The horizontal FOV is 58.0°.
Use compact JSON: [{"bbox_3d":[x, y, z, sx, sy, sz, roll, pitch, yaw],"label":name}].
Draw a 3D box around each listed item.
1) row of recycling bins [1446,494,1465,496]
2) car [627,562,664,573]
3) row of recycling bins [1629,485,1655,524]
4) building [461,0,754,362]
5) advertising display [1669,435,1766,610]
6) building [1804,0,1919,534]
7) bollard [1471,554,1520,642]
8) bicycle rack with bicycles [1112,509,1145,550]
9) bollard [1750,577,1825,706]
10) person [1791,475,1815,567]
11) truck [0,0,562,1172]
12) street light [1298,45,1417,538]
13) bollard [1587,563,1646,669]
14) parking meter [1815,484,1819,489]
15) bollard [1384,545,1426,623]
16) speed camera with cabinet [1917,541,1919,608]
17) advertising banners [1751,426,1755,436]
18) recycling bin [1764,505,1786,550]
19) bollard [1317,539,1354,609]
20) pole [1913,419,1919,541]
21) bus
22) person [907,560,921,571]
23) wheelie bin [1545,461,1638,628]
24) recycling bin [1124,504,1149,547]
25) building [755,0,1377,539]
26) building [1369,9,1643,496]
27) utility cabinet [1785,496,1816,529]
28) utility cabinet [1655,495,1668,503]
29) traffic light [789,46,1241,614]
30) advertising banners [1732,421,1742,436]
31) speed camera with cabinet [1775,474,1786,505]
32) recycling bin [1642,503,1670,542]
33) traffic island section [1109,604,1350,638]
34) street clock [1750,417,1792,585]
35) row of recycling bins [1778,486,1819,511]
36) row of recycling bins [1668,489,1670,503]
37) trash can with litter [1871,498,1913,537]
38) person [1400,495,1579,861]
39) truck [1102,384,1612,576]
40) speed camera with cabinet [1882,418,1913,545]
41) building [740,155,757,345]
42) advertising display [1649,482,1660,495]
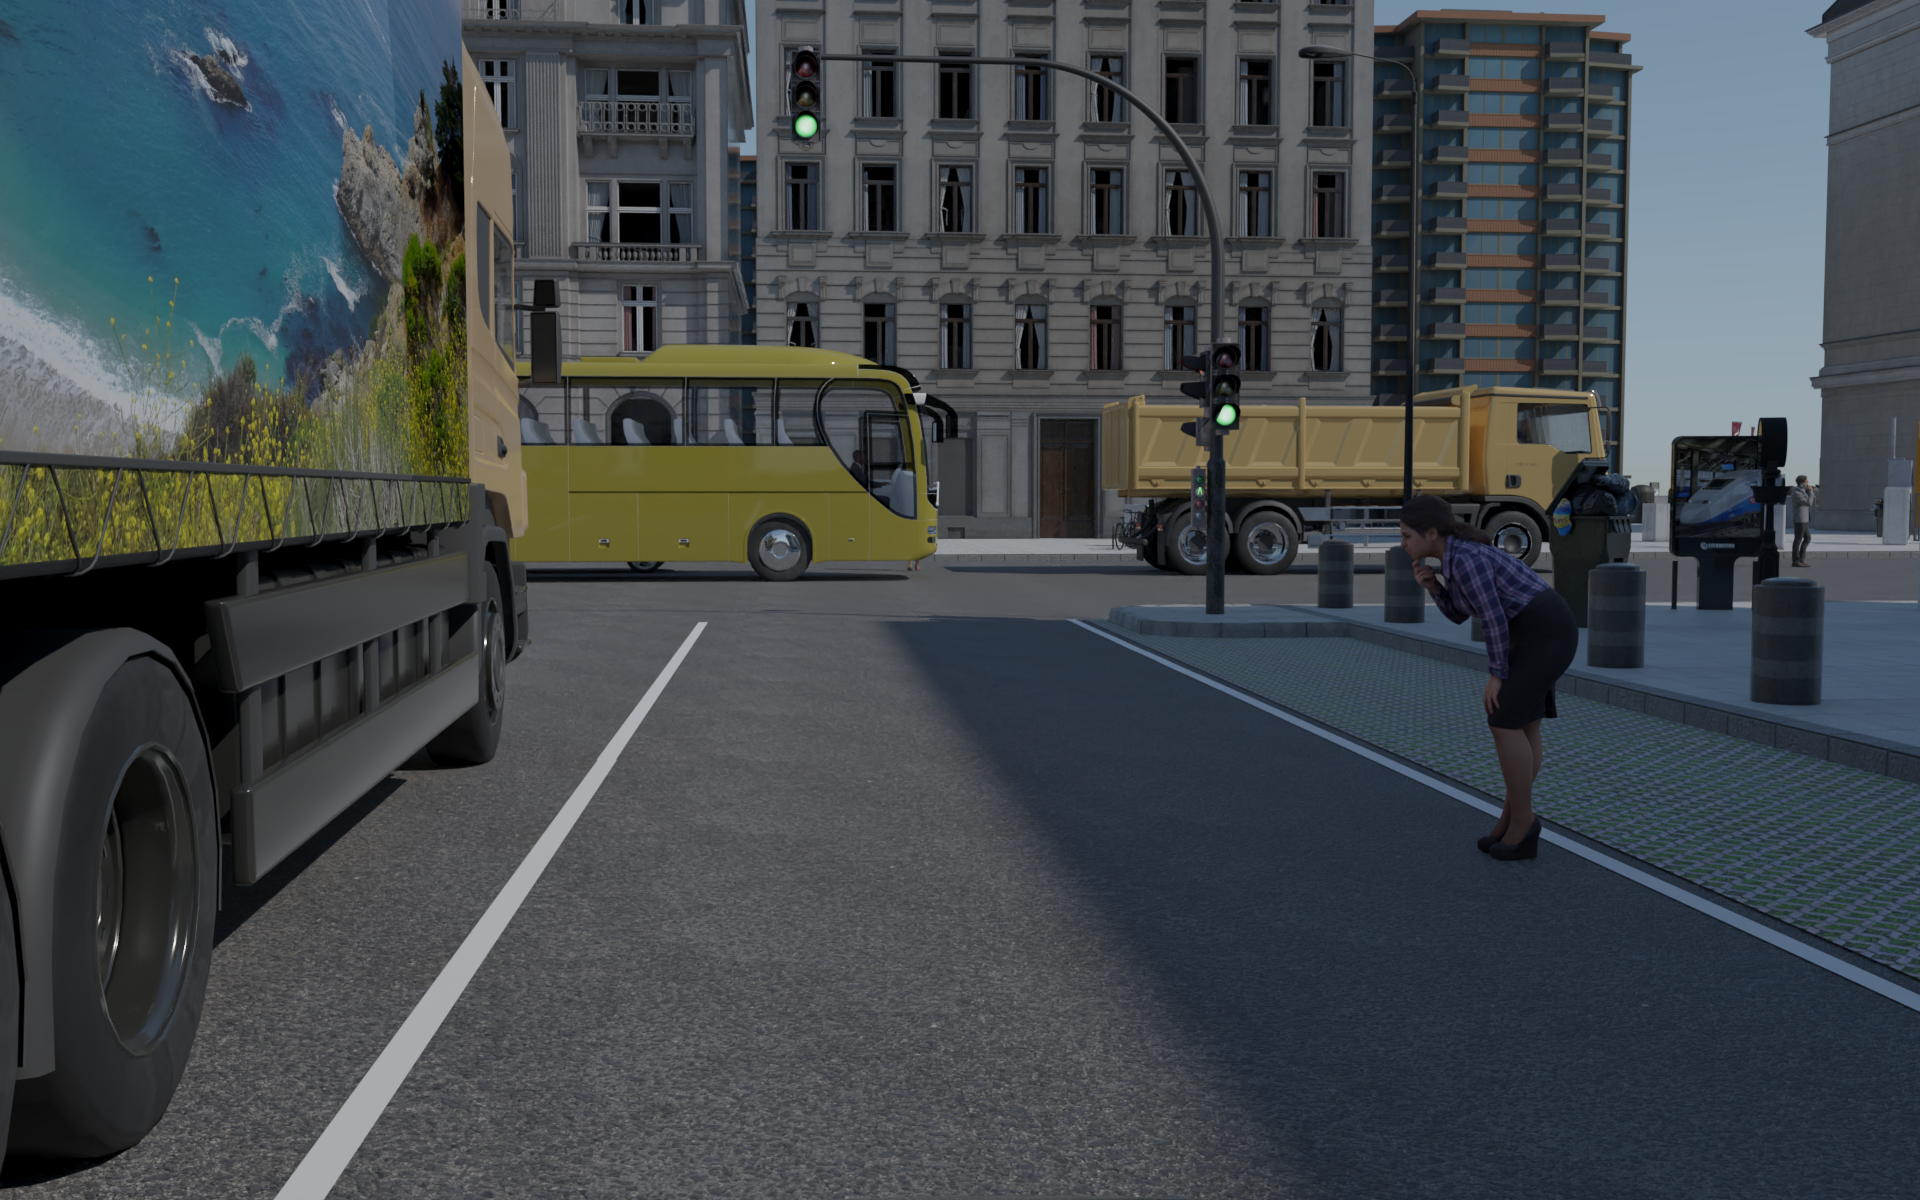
[{"bbox_3d":[19.311,-3.419,63.014,3.534,1.692,1.069,-1,4,-14],"label":"row of recycling bins"},{"bbox_3d":[-7.250,-1.403,31.984,4.494,1.783,2.155,0,4,-7],"label":"car"},{"bbox_3d":[30.024,-4.230,76.268,1.069,1.692,3.534,2,4,24],"label":"row of recycling bins"},{"bbox_3d":[-18.584,-12.949,53.514,24.055,21.916,13.314,0,4,-5],"label":"building"},{"bbox_3d":[8.371,-0.853,19.160,0.974,1.923,0.123,0,4,8],"label":"advertising display"},{"bbox_3d":[32.135,-12.584,56.653,40.483,20.767,10.553,0,4,-5],"label":"building"},{"bbox_3d":[4.676,-0.025,15.130,0.404,0.777,0.398,0,3,0],"label":"bollard"},{"bbox_3d":[4.596,-1.643,40.243,2.925,0.926,2.852,-3,5,-44],"label":"bicycle rack with bicycles"},{"bbox_3d":[5.100,0.247,10.679,0.404,0.777,0.398,0,3,0],"label":"bollard"},{"bbox_3d":[16.519,-1.546,33.963,0.473,1.802,0.592,3,4,38],"label":"person"},{"bbox_3d":[-3.205,-1.025,5.675,2.839,4.237,11.283,0,4,-7],"label":"truck"},{"bbox_3d":[4.192,-2.789,18.144,1.470,5.913,1.316,0,4,-5],"label":"street light"},{"bbox_3d":[4.888,0.111,12.898,0.404,0.777,0.398,0,3,0],"label":"bollard"},{"bbox_3d":[50.951,-5.935,102.749,0.399,1.863,0.255,3,4,38],"label":"parking meter"},{"bbox_3d":[4.458,-0.161,17.356,0.404,0.777,0.398,0,3,0],"label":"bollard"},{"bbox_3d":[11.613,-1.515,19.109,2.038,3.252,0.660,-1,4,-19],"label":"speed camera with cabinet"},{"bbox_3d":[20.172,-2.949,44.409,0.090,3.025,2.074,2,4,33],"label":"advertising banners"},{"bbox_3d":[18.780,-1.695,40.266,0.722,1.027,0.722,2,4,24],"label":"recycling bin"},{"bbox_3d":[4.247,-0.297,19.574,0.404,0.777,0.398,0,3,0],"label":"bollard"},{"bbox_3d":[26.144,-3.264,47.207,0.158,3.312,0.155,0,3,0],"label":"pole"},{"bbox_3d":[-6.260,-2.288,28.950,12.252,3.916,2.896,0,4,-5],"label":"bus"},{"bbox_3d":[-0.795,-1.447,32.258,0.616,1.811,0.778,0,4,7],"label":"person"},{"bbox_3d":[6.136,-0.543,16.793,0.693,1.594,0.980,3,5,44],"label":"wheelie bin"},{"bbox_3d":[4.526,-1.835,42.554,0.722,1.027,0.722,3,5,42],"label":"recycling bin"},{"bbox_3d":[2.665,-12.506,53.627,18.267,20.994,9.793,0,4,-5],"label":"building"},{"bbox_3d":[46.876,-30.902,159.872,28.867,44.769,22.147,0,4,-5],"label":"building"},{"bbox_3d":[31.327,-3.268,64.601,1.020,1.237,0.306,2,4,30],"label":"utility cabinet"},{"bbox_3d":[32.246,-4.208,79.963,1.020,1.237,0.306,0,4,3],"label":"utility cabinet"},{"bbox_3d":[0.629,-2.657,18.116,4.771,5.953,1.251,0,4,-5],"label":"traffic light"},{"bbox_3d":[18.159,-2.761,41.326,2.074,3.025,0.090,-3,5,-41],"label":"advertising banners"},{"bbox_3d":[34.639,-4.862,73.836,0.660,3.252,2.038,3,4,39],"label":"speed camera with cabinet"},{"bbox_3d":[18.976,-2.101,46.907,0.722,1.027,0.722,0,4,-5],"label":"recycling bin"},{"bbox_3d":[2.744,0.227,18.573,2.009,0.180,2.903,0,4,-5],"label":"traffic island section"},{"bbox_3d":[7.657,-0.722,16.380,0.358,2.002,0.471,1,4,19],"label":"street clock"},{"bbox_3d":[44.035,-5.266,93.211,1.069,1.692,3.534,-3,4,-36],"label":"row of recycling bins"},{"bbox_3d":[30.529,-3.861,70.241,3.534,1.692,1.069,0,4,3],"label":"row of recycling bins"},{"bbox_3d":[27.533,-2.432,51.155,1.055,1.170,0.624,0,4,-6],"label":"trash can with litter"},{"bbox_3d":[2.076,0.300,6.823,0.697,1.427,0.421,0,4,2],"label":"person"},{"bbox_3d":[7.635,-2.197,31.843,9.791,3.379,3.469,0,4,-6],"label":"truck"},{"bbox_3d":[23.997,-3.053,44.255,0.660,3.252,2.038,2,4,30],"label":"speed camera with cabinet"},{"bbox_3d":[-16.300,-34.451,217.894,28.867,44.769,22.147,0,4,-5],"label":"building"},{"bbox_3d":[37.748,-5.442,94.185,0.974,1.923,0.123,-3,5,-44],"label":"advertising display"}]
